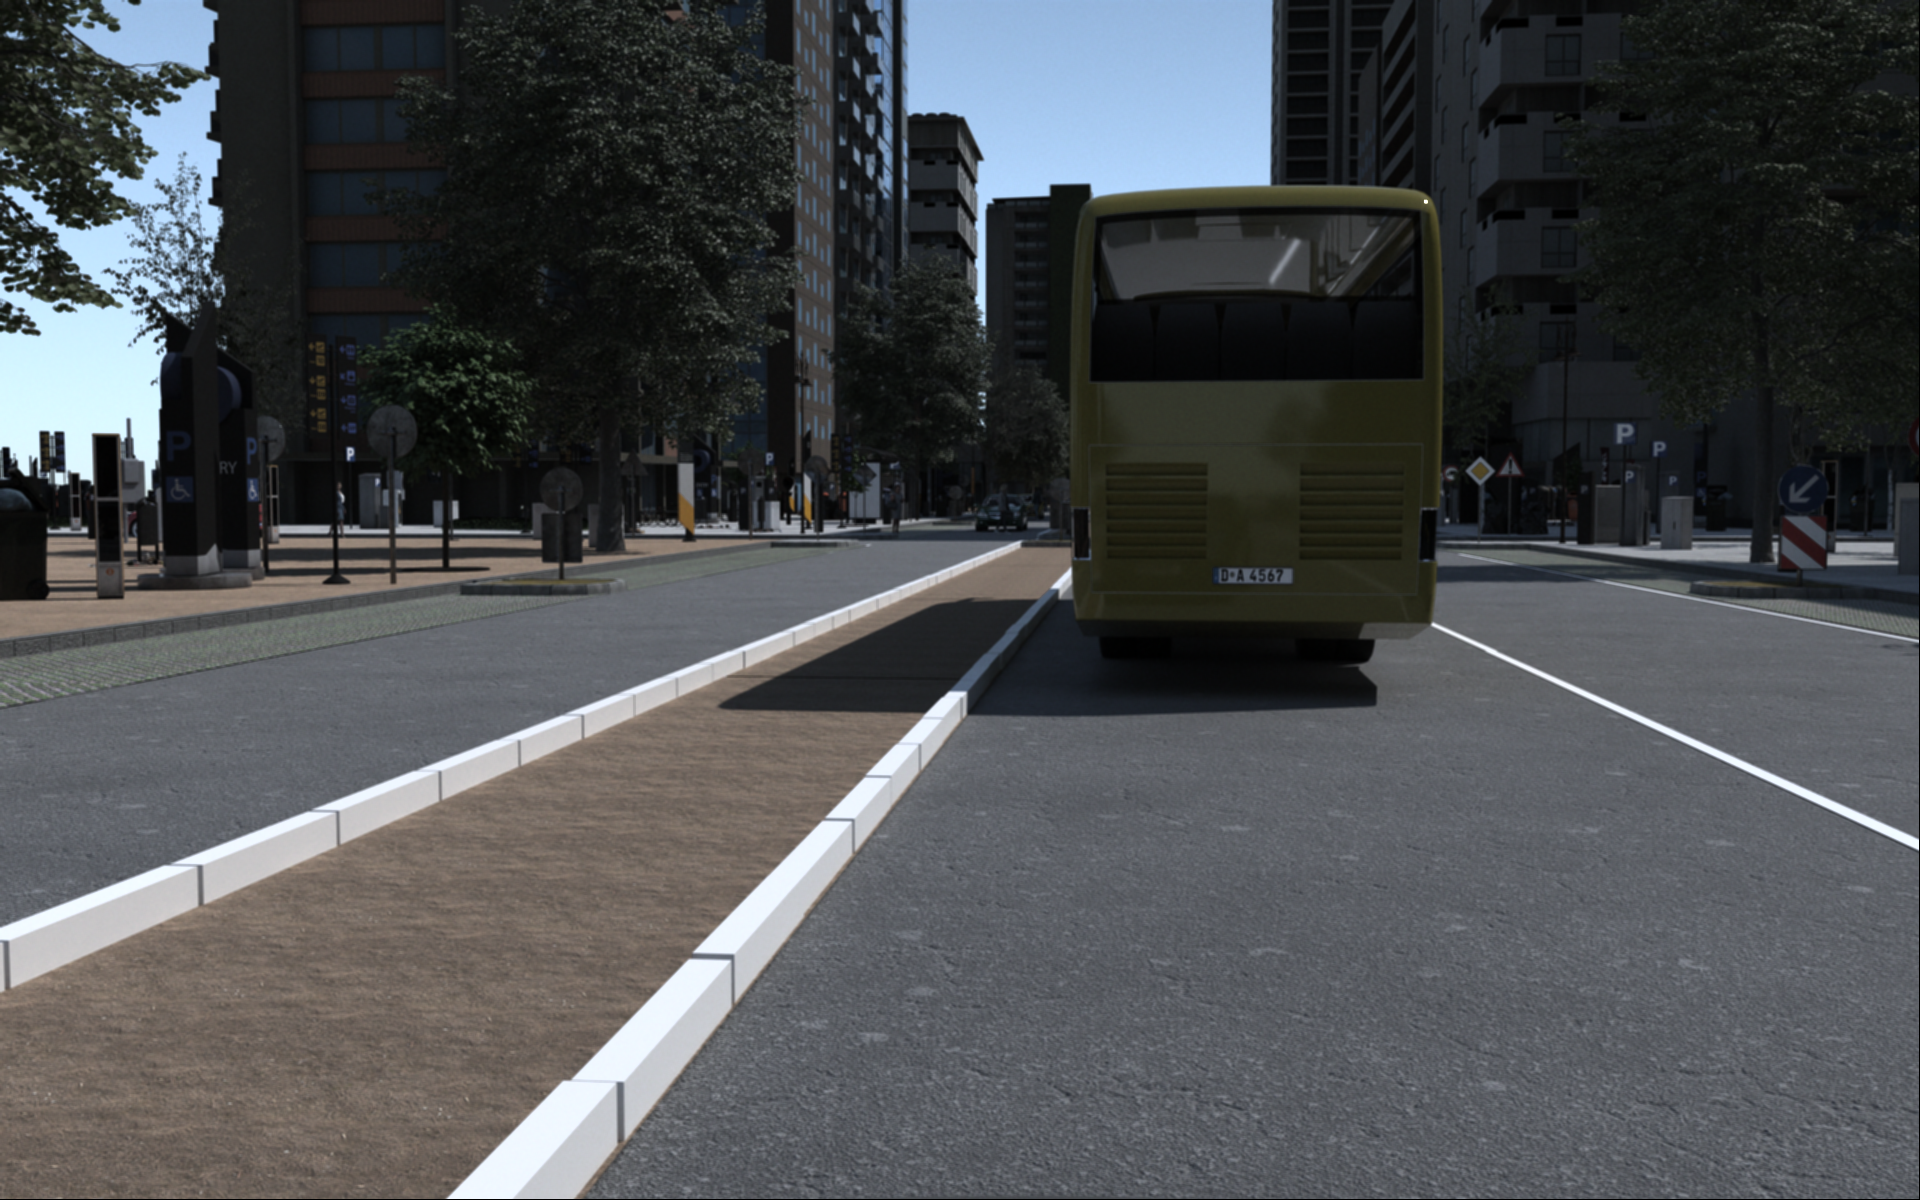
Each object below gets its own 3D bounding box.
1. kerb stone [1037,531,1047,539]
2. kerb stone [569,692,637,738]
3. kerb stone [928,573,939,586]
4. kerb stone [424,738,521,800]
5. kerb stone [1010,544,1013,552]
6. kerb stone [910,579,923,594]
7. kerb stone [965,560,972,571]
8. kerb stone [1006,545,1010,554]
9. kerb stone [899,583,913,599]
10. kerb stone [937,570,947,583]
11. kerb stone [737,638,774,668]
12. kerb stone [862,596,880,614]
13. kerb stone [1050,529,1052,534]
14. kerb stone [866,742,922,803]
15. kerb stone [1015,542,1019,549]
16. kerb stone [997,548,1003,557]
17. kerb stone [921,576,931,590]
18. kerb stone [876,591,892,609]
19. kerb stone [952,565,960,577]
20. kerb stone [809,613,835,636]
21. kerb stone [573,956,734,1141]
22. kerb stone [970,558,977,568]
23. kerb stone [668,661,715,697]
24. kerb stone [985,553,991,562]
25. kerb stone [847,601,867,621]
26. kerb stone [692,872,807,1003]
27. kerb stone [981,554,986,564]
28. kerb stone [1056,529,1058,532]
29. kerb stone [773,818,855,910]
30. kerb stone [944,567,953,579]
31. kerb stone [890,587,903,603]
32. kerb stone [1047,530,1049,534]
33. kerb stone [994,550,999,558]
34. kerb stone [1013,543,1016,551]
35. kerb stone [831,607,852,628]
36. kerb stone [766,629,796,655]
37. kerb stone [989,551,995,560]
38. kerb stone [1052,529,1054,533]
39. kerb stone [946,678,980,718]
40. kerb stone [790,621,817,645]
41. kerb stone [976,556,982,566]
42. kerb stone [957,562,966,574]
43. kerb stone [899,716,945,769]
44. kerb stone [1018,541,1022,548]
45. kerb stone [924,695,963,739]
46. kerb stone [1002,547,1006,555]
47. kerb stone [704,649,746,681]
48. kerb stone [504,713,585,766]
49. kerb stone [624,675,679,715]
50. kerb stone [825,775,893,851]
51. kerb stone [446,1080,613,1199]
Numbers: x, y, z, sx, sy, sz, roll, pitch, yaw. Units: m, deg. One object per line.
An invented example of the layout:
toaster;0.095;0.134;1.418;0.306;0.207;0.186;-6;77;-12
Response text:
kerb stone;2.695;-2.129;57.012;0.120;0.150;1.000;0;4;6
kerb stone;-2.195;0.711;10.577;0.120;0.150;1.000;0;4;6
kerb stone;-0.483;-0.287;26.887;0.120;0.150;1.000;0;4;6
kerb stone;-2.415;0.837;8.545;0.120;0.150;1.000;0;4;6
kerb stone;1.135;-1.214;42.180;0.120;0.150;1.000;0;4;6
kerb stone;-0.696;-0.162;24.852;0.120;0.150;1.000;0;4;6
kerb stone;0.057;-0.599;31.996;0.120;0.150;1.000;0;4;6
kerb stone;1.025;-1.159;41.163;0.120;0.150;1.000;0;4;6
kerb stone;-0.803;-0.100;23.836;0.120;0.150;1.000;0;4;6
kerb stone;-0.369;-0.344;27.905;0.120;0.150;1.000;0;4;6
kerb stone;-1.763;0.461;14.651;0.120;0.150;1.000;0;4;6
kerb stone;-1.127;0.087;20.769;0.120;0.150;1.000;0;4;6
kerb stone;3.021;-2.317;60.071;0.120;0.150;1.000;0;4;6
kerb stone;-0.321;0.845;8.388;0.120;0.150;1.000;0;4;6
kerb stone;1.344;-1.347;44.223;0.120;0.150;1.000;0;4;6
kerb stone;0.808;-1.036;39.131;0.120;0.150;1.000;0;4;6
kerb stone;-0.592;-0.221;25.869;0.120;0.150;1.000;0;4;6
kerb stone;-1.016;0.025;21.788;0.120;0.150;1.000;0;4;6
kerb stone;-0.154;-0.474;29.941;0.120;0.150;1.000;0;4;6
kerb stone;-1.451;0.274;17.719;0.120;0.150;1.000;0;4;6
kerb stone;-0.744;1.101;4.305;0.120;0.150;1.000;0;4;6
kerb stone;0.160;-0.662;33.013;0.120;0.150;1.000;0;4;6
kerb stone;-1.982;0.587;12.611;0.120;0.150;1.000;0;4;6
kerb stone;0.485;-0.848;36.068;0.120;0.150;1.000;0;4;6
kerb stone;-1.228;0.149;19.751;0.120;0.150;1.000;0;4;6
kerb stone;-0.637;1.032;5.337;0.120;0.150;1.000;0;4;6
kerb stone;0.380;-0.786;35.052;0.120;0.150;1.000;0;4;6
kerb stone;3.446;-2.560;64.148;0.120;0.150;1.000;0;4;6
kerb stone;-0.537;0.979;6.355;0.120;0.150;1.000;0;4;6
kerb stone;-0.269;-0.411;28.926;0.120;0.150;1.000;0;4;6
kerb stone;-0.910;-0.033;22.814;0.120;0.150;1.000;0;4;6
kerb stone;2.805;-2.192;58.029;0.120;0.150;1.000;0;4;6
kerb stone;0.696;-0.973;38.108;0.120;0.150;1.000;0;4;6
kerb stone;1.245;-1.284;43.196;0.120;0.150;1.000;0;4;6
kerb stone;-1.340;0.212;18.736;0.120;0.150;1.000;0;4;6
kerb stone;-1.664;0.404;15.671;0.120;0.150;1.000;0;4;6
kerb stone;0.597;-0.911;37.091;0.120;0.150;1.000;0;4;6
kerb stone;3.125;-2.378;61.092;0.120;0.150;1.000;0;4;6
kerb stone;0.007;0.659;11.453;0.120;0.150;1.000;0;4;6
kerb stone;-1.556;0.340;16.699;0.120;0.150;1.000;0;4;6
kerb stone;0.273;-0.724;34.034;0.120;0.150;1.000;0;4;6
kerb stone;-0.048;-0.534;30.967;0.120;0.150;1.000;0;4;6
kerb stone;-0.209;0.782;9.404;0.120;0.150;1.000;0;4;6
kerb stone;1.457;-1.409;45.239;0.120;0.150;1.000;0;4;6
kerb stone;-0.107;0.719;10.433;0.120;0.150;1.000;0;4;6
kerb stone;0.916;-1.098;40.147;0.120;0.150;1.000;0;4;6
kerb stone;-1.879;0.524;13.632;0.120;0.150;1.000;0;4;6
kerb stone;-2.306;0.776;9.561;0.120;0.150;1.000;0;4;6
kerb stone;-2.090;0.648;11.593;0.120;0.150;1.000;0;4;6
kerb stone;-0.426;0.911;7.370;0.120;0.150;1.000;0;4;6
kerb stone;-0.860;1.156;3.290;0.120;0.150;1.000;0;4;6
